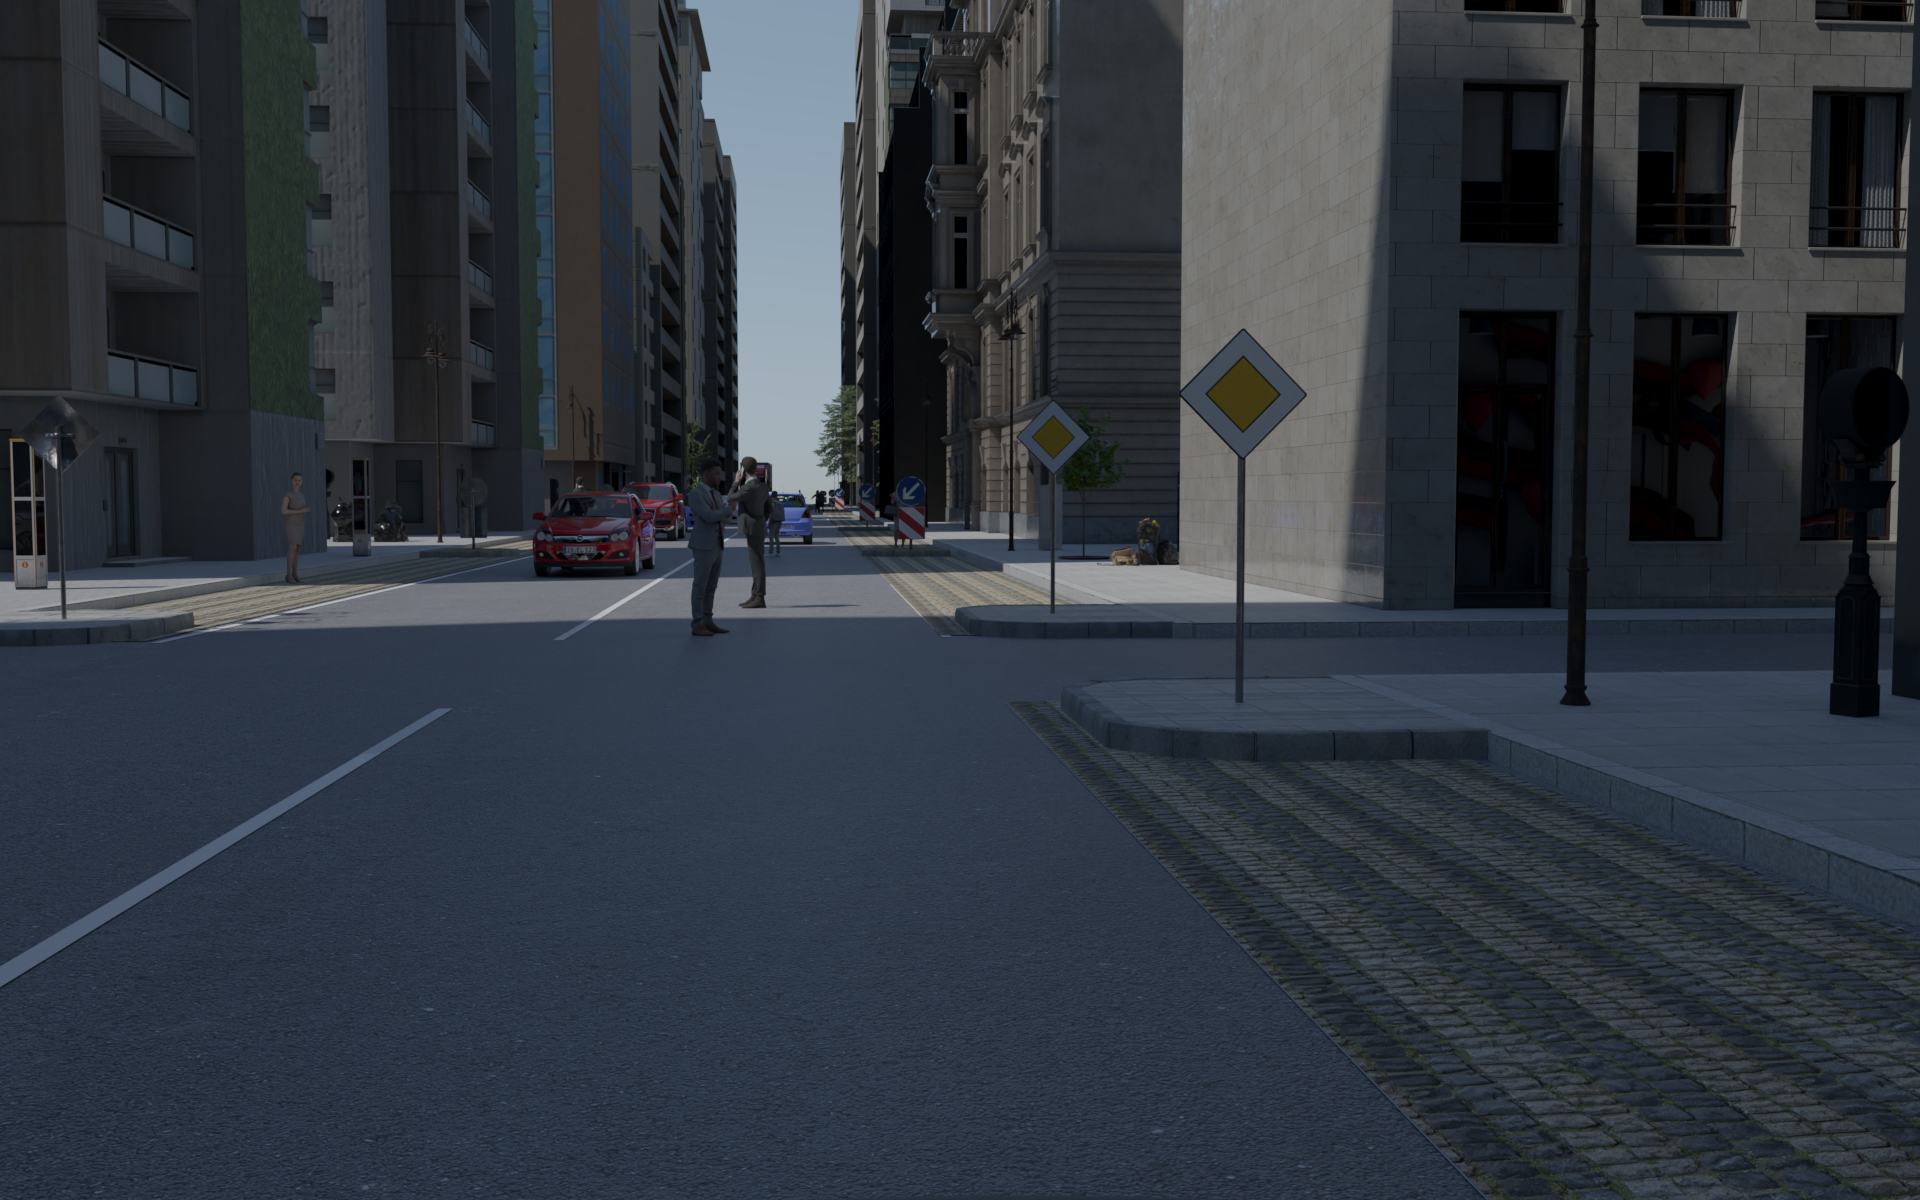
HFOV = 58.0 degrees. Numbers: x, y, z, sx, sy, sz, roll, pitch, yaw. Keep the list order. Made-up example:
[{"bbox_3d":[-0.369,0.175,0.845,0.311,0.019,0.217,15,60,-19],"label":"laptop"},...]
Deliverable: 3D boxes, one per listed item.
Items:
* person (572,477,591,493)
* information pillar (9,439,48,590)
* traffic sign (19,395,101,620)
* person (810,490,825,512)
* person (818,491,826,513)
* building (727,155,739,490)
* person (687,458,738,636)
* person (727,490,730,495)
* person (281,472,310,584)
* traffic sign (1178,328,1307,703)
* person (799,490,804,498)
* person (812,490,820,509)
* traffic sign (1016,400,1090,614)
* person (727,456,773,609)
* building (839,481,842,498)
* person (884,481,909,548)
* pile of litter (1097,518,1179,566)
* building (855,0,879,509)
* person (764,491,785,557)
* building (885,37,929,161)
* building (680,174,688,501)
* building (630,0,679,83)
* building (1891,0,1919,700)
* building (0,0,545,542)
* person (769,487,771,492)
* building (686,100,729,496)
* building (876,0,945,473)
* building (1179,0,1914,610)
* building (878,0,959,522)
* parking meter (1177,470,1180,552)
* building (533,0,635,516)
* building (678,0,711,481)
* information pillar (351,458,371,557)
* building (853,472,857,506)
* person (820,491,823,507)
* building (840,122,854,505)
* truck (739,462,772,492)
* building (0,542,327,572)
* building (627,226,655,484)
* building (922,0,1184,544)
[{"bbox_3d":[-10.335,-2.418,47.403,0.474,1.900,0.648,3,5,43],"label":"person"},{"bbox_3d":[-12.496,-1.147,23.252,0.304,2.012,0.304,0,3,0],"label":"information pillar"},{"bbox_3d":[-9.161,-0.857,17.654,0.795,2.450,0.064,0,4,-5],"label":"traffic sign"},{"bbox_3d":[-11.198,-7.768,136.230,1.217,1.743,0.721,1,4,14],"label":"person"},{"bbox_3d":[-10.527,-7.494,131.941,0.541,1.710,0.530,3,5,44],"label":"person"},{"bbox_3d":[-41.223,-37.362,234.572,21.300,48.544,21.600,0,4,-5],"label":"building"},{"bbox_3d":[-2.503,-0.546,17.605,0.466,1.800,0.511,0,4,7],"label":"person"},{"bbox_3d":[-21.095,-9.216,159.166,1.348,1.826,0.705,-1,4,-11],"label":"person"},{"bbox_3d":[-10.636,-1.157,27.757,0.374,1.781,0.599,1,4,12],"label":"person"},{"bbox_3d":[1.717,-0.426,10.601,0.795,2.450,0.064,0,4,-5],"label":"traffic sign"},{"bbox_3d":[-14.477,-9.036,156.255,1.348,1.821,0.705,3,5,43],"label":"person"},{"bbox_3d":[-13.342,-9.436,162.872,1.348,1.812,0.705,-2,4,-35],"label":"person"},{"bbox_3d":[0.993,-0.912,18.553,0.795,2.450,0.064,0,4,-5],"label":"traffic sign"},{"bbox_3d":[-2.648,-0.850,21.766,0.474,1.900,0.648,1,4,10],"label":"person"},{"bbox_3d":[-0.657,-33.561,240.602,32.217,40.220,23.993,0,4,-5],"label":"building"},{"bbox_3d":[-1.566,-2.137,43.801,0.716,1.782,0.532,0,4,-1],"label":"person"},{"bbox_3d":[3.260,-1.069,31.441,1.719,0.858,1.176,-1,4,-9],"label":"pile of litter"},{"bbox_3d":[1.430,-32.740,159.004,21.300,48.544,21.600,0,4,-5],"label":"building"},{"bbox_3d":[-4.237,-1.737,39.501,0.523,1.515,0.503,0,4,0],"label":"person"},{"bbox_3d":[2.018,-20.945,114.159,14.160,30.474,14.107,0,4,-5],"label":"building"},{"bbox_3d":[-31.108,-23.080,149.060,14.160,30.474,14.107,0,4,-5],"label":"building"},{"bbox_3d":[-32.522,-30.970,130.068,21.300,48.544,21.600,0,4,-5],"label":"building"},{"bbox_3d":[17.504,-23.021,0.102,21.300,48.544,21.600,0,4,-5],"label":"building"},{"bbox_3d":[-21.909,-22.787,56.159,14.154,41.232,14.086,0,4,-5],"label":"building"},{"bbox_3d":[-10.657,-5.395,96.665,1.348,1.831,0.705,2,4,34],"label":"person"},{"bbox_3d":[-40.163,-36.032,212.830,21.300,48.544,21.600,0,4,-5],"label":"building"},{"bbox_3d":[7.431,-33.369,134.817,28.713,52.752,27.495,0,4,-5],"label":"building"},{"bbox_3d":[12.574,-10.376,24.398,16.860,20.320,10.420,0,4,-5],"label":"building"},{"bbox_3d":[2.444,-15.694,86.282,12.332,23.373,15.834,0,4,-5],"label":"building"},{"bbox_3d":[4.950,-1.982,38.112,0.255,1.863,0.399,2,4,26],"label":"parking meter"},{"bbox_3d":[-22.554,-26.181,78.169,14.600,45.320,14.200,0,4,-5],"label":"building"},{"bbox_3d":[-41.827,-36.587,187.430,28.713,52.752,27.495,0,4,-5],"label":"building"},{"bbox_3d":[-12.297,-1.900,35.563,0.304,2.012,0.304,0,4,-5],"label":"information pillar"},{"bbox_3d":[-1.819,-46.272,194.795,20.563,71.187,20.611,0,4,-5],"label":"building"},{"bbox_3d":[-15.642,-11.415,195.162,0.705,1.821,1.348,-1,4,-9],"label":"person"},{"bbox_3d":[-3.999,-36.254,216.455,21.300,48.544,21.600,0,4,-5],"label":"building"},{"bbox_3d":[-18.258,-10.144,154.768,2.839,4.237,11.283,0,4,-3],"label":"truck"},{"bbox_3d":[-20.383,-21.166,29.661,14.154,41.232,14.086,0,4,-5],"label":"building"},{"bbox_3d":[-33.855,-15.928,105.466,27.650,21.520,28.899,0,4,-5],"label":"building"},{"bbox_3d":[6.019,-14.783,60.786,14.460,24.649,34.723,0,4,-5],"label":"building"}]
